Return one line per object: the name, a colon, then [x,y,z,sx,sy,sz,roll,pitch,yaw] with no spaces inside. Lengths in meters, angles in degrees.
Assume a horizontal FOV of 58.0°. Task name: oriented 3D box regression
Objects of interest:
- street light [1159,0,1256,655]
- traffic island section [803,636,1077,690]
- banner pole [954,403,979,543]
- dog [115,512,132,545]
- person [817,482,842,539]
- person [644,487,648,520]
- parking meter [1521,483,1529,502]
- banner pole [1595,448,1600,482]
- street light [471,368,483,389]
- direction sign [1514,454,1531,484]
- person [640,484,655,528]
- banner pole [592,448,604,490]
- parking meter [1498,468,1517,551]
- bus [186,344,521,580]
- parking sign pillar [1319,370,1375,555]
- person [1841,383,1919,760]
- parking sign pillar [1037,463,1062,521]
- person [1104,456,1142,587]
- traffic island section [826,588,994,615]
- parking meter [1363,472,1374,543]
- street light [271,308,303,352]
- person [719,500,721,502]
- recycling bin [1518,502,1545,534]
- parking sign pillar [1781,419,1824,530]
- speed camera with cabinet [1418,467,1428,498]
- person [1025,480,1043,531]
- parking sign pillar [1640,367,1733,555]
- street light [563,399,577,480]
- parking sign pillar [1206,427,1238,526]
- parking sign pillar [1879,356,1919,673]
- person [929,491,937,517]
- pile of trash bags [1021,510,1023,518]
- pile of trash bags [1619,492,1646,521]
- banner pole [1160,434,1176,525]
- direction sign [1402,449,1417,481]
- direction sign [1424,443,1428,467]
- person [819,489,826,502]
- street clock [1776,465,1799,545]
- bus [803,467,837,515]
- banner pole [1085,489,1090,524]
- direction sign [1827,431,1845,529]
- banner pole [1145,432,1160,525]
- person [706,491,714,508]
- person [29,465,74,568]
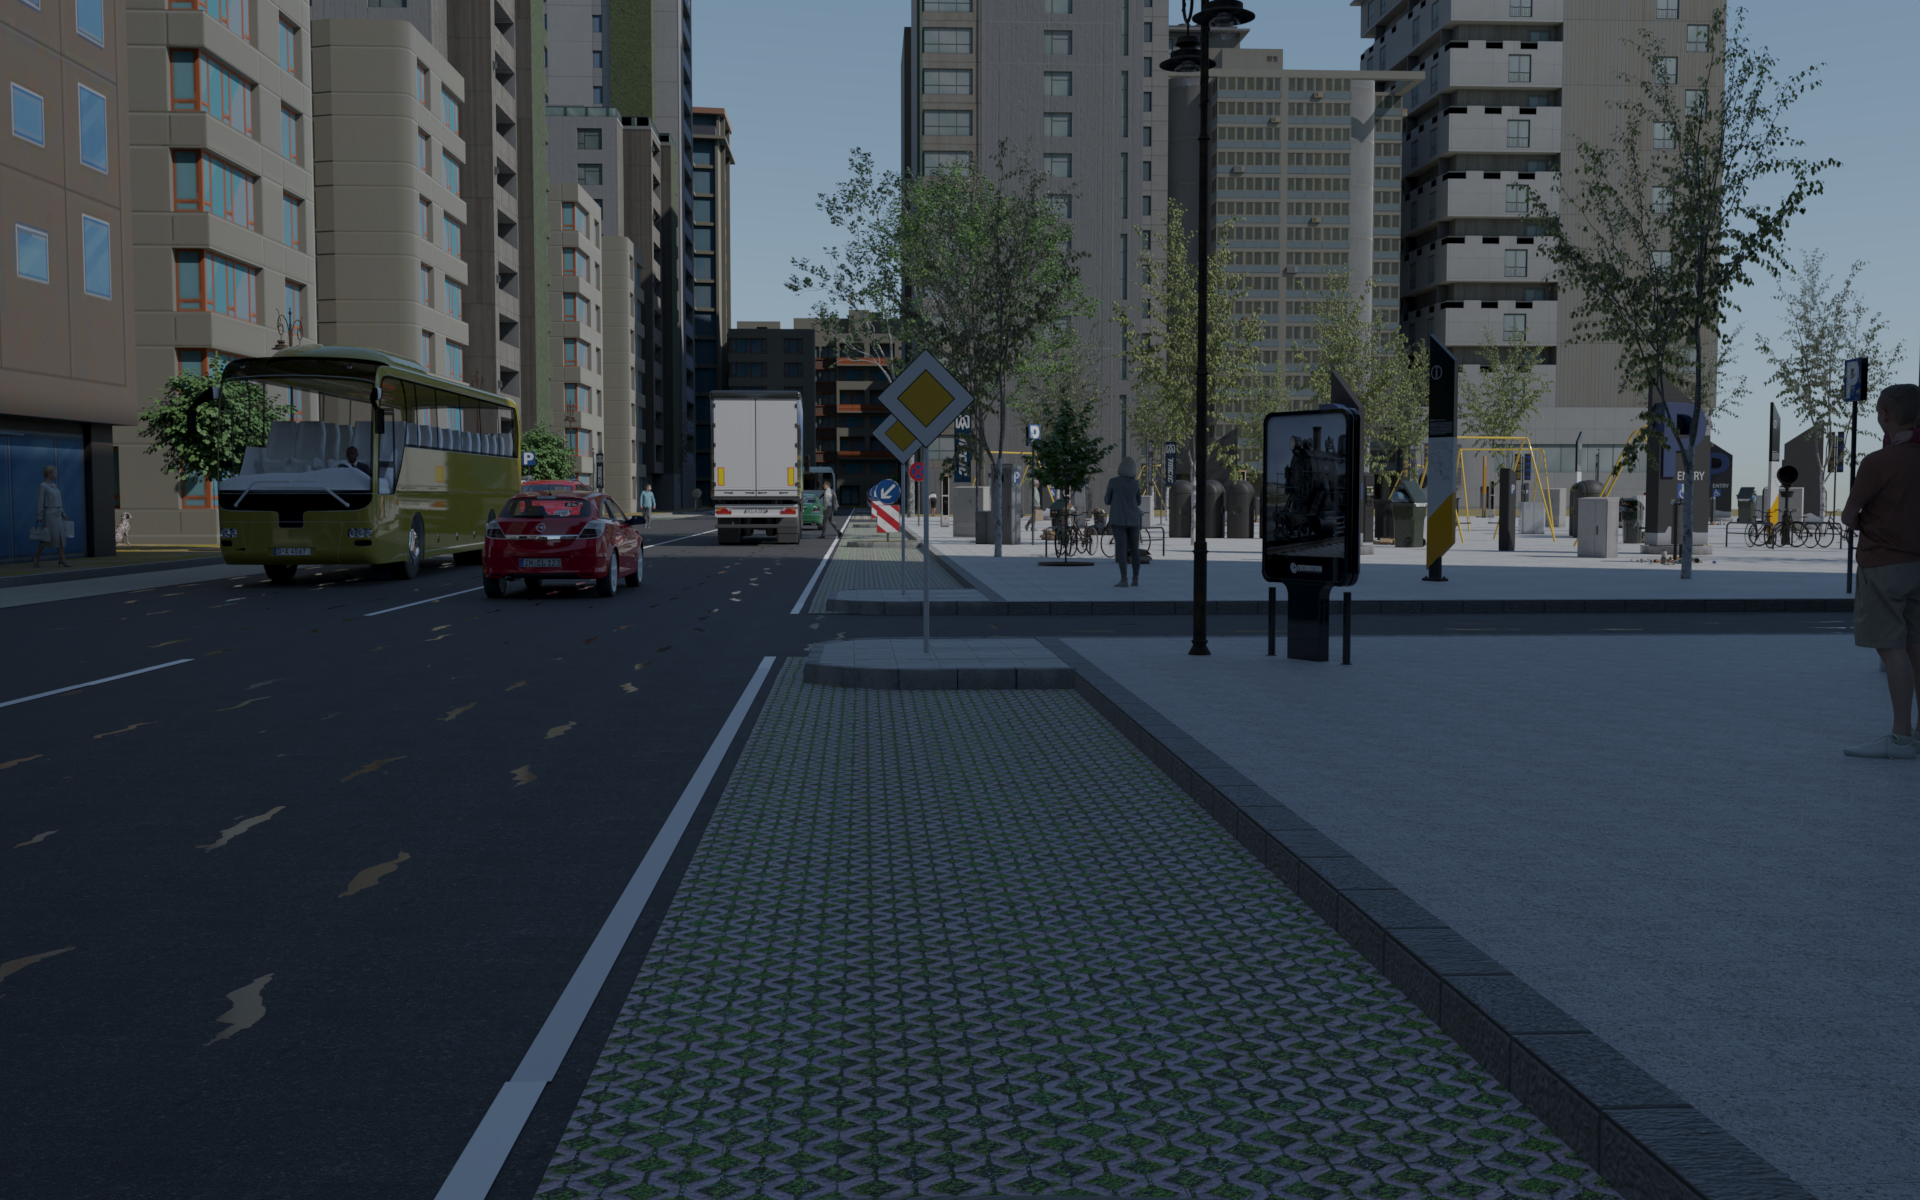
street light: [1.916,-2.500,13.670,0.468,5.910,1.993,0,4,-3]
traffic island section: [-0.230,0.505,14.029,2.009,0.180,2.903,0,4,-3]
banner pole: [0.227,-3.404,45.672,0.863,3.779,0.401,-1,4,-14]
dog: [-21.251,-1.785,43.562,0.800,0.831,0.513,-2,4,-28]
person: [-4.193,-2.882,55.729,0.850,1.850,0.679,1,4,14]
person: [-17.261,-5.348,95.740,0.447,1.846,0.655,1,4,10]
parking meter: [29.378,-5.161,90.093,0.399,1.863,0.255,-3,5,-40]
banner pole: [35.002,-6.430,95.147,0.401,3.779,0.863,0,4,6]
street light: [-17.669,-5.552,63.565,0.468,5.910,1.993,0,4,-3]
direction sign: [31.551,-6.434,97.186,0.876,3.537,0.379,1,4,17]
person: [-13.153,-3.951,72.966,0.638,1.841,0.748,0,4,-7]
banner pole: [-19.581,-6.331,93.534,0.863,3.779,0.401,1,4,18]
parking meter: [12.373,-2.044,39.137,0.255,1.863,0.399,3,5,41]
bus: [-10.555,-2.483,32.144,2.896,3.916,12.252,0,4,-4]
parking sign pillar: [8.140,-2.968,36.993,1.447,3.967,1.447,-1,4,-15]
person: [4.636,-0.154,8.534,0.573,1.828,0.580,1,4,17]
parking sign pillar: [4.354,-5.859,84.261,1.447,3.967,1.447,-3,5,-40]
person: [2.250,-1.089,24.029,0.537,1.800,0.526,0,4,-5]
traffic island section: [-0.677,0.017,22.002,2.009,0.180,2.903,0,4,-3]
parking meter: [10.759,-2.453,45.817,0.255,1.863,0.399,-1,4,-16]
street light: [-16.596,-4.299,43.072,0.468,5.910,1.993,0,4,-3]
person: [-15.477,-6.422,114.019,0.721,1.766,1.217,-3,5,-41]
recycling bin: [18.362,-2.635,55.631,0.722,1.027,0.722,0,4,8]
parking sign pillar: [30.522,-4.545,62.783,1.447,3.967,1.447,1,4,10]
speed camera with cabinet: [15.940,-4.034,60.285,0.660,3.252,2.038,-1,4,-20]
person: [2.553,-3.247,59.622,0.515,1.767,0.782,-1,4,-14]
parking sign pillar: [15.347,-2.968,37.003,1.447,3.967,1.447,-1,4,-17]
street light: [-18.886,-6.808,84.092,0.468,5.910,1.993,0,4,-3]
parking sign pillar: [10.449,-4.949,69.394,1.447,3.967,1.447,0,4,7]
parking sign pillar: [7.354,-1.451,12.193,1.447,3.967,1.447,0,4,-6]
person: [-1.519,-5.493,99.047,0.628,1.438,0.799,-2,4,-34]
pile of trash bags: [3.010,-5.189,94.591,3.447,1.369,1.912,0,4,-1]
pile of trash bags: [31.627,-4.327,80.498,1.912,1.369,3.447,0,4,8]
banner pole: [8.676,-5.054,72.646,0.863,3.779,0.401,1,4,18]
direction sign: [22.547,-5.805,86.915,0.876,3.537,0.379,-2,4,-27]
direction sign: [20.985,-5.202,77.054,0.876,3.537,0.379,-2,4,-26]
person: [-8.776,-6.463,113.798,1.348,1.869,0.705,2,4,23]
street clock: [20.826,-2.389,43.635,0.471,2.002,0.358,1,4,14]
bus: [-10.263,-7.911,124.201,2.948,3.499,13.247,0,4,-4]
banner pole: [5.282,-5.130,73.896,0.401,3.779,0.863,1,4,20]
direction sign: [31.763,-4.334,62.859,0.379,3.537,0.876,0,4,-8]
banner pole: [7.639,-4.896,70.067,0.401,3.779,0.863,-1,4,-16]
person: [-23.215,-9.421,160.885,0.742,1.727,0.445,-2,4,-33]
person: [-15.912,-1.462,30.297,0.624,1.780,0.694,1,4,17]
